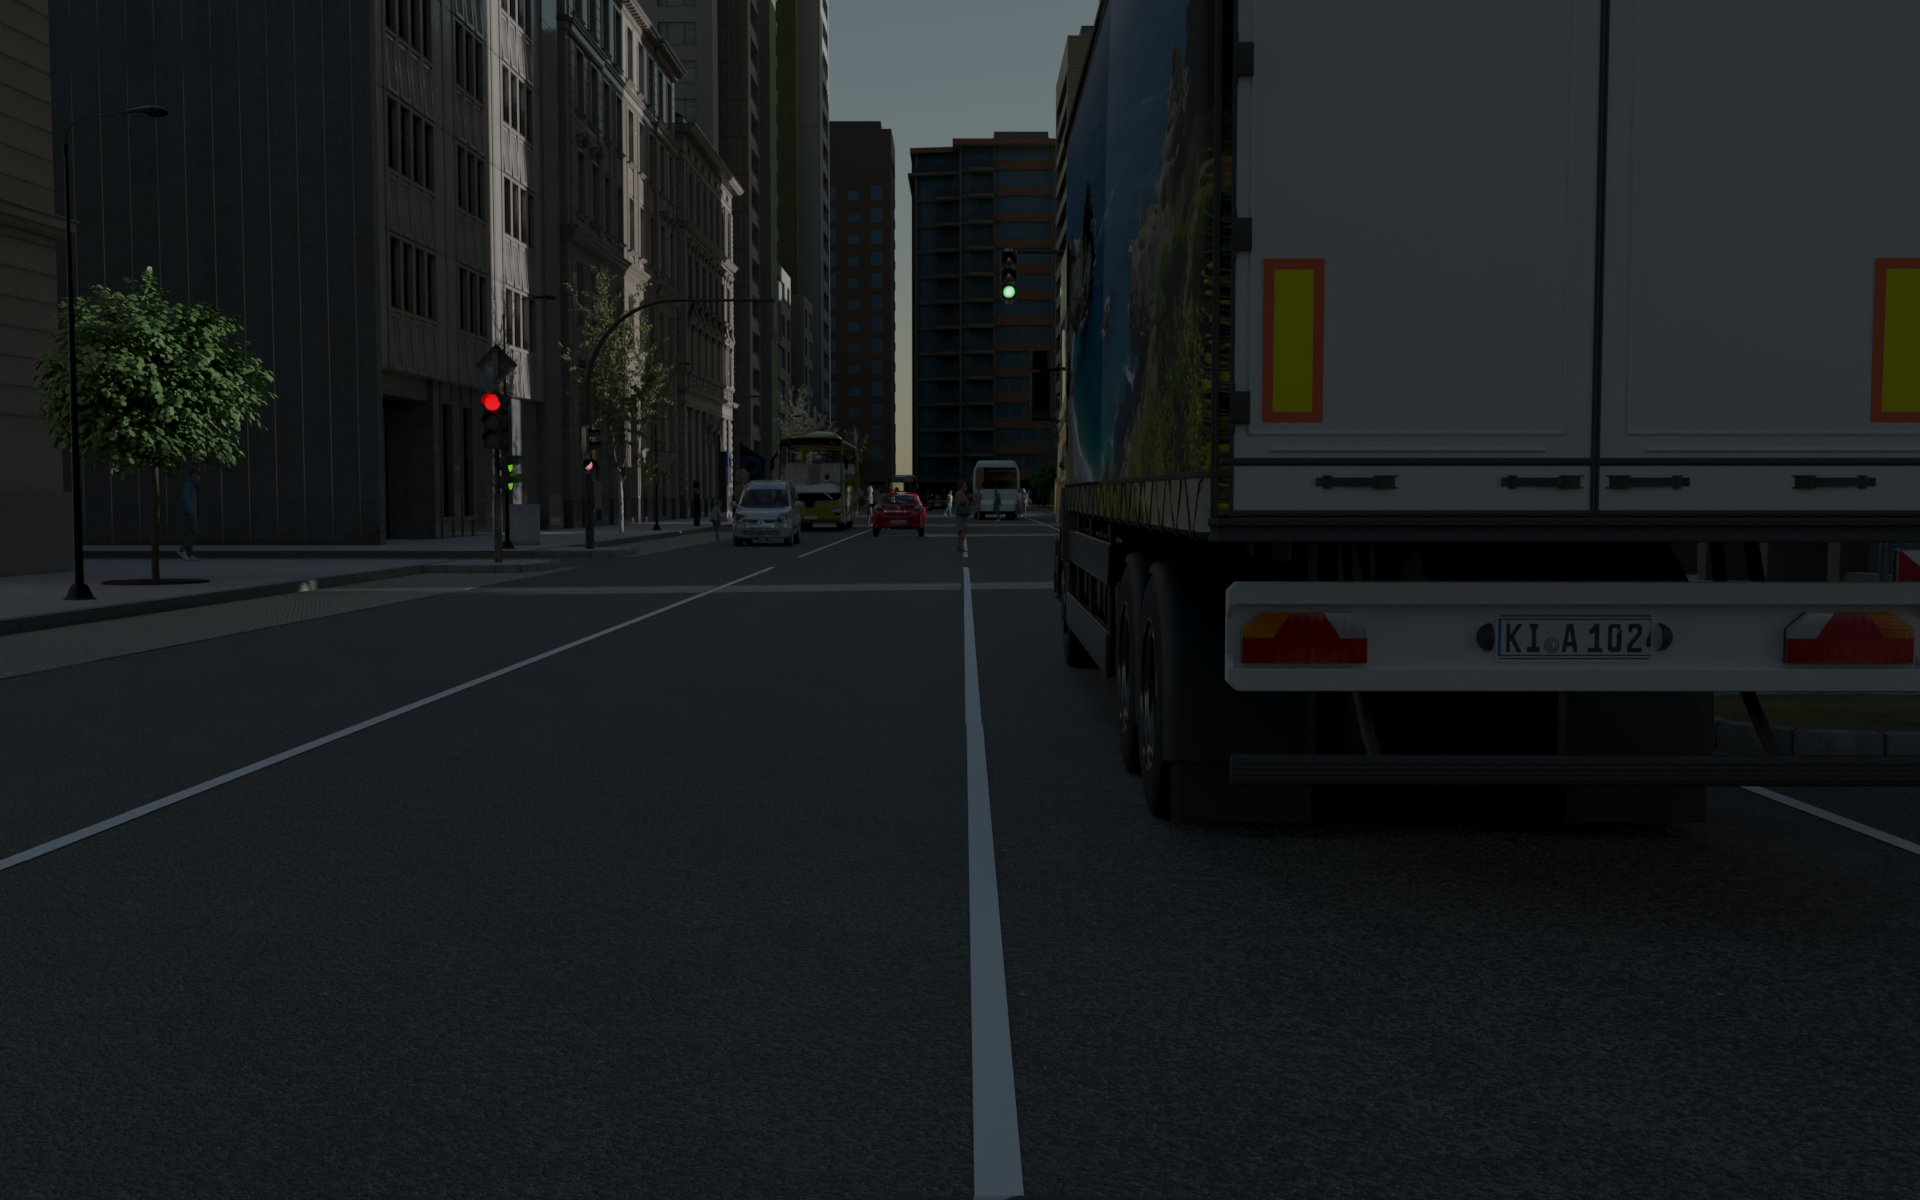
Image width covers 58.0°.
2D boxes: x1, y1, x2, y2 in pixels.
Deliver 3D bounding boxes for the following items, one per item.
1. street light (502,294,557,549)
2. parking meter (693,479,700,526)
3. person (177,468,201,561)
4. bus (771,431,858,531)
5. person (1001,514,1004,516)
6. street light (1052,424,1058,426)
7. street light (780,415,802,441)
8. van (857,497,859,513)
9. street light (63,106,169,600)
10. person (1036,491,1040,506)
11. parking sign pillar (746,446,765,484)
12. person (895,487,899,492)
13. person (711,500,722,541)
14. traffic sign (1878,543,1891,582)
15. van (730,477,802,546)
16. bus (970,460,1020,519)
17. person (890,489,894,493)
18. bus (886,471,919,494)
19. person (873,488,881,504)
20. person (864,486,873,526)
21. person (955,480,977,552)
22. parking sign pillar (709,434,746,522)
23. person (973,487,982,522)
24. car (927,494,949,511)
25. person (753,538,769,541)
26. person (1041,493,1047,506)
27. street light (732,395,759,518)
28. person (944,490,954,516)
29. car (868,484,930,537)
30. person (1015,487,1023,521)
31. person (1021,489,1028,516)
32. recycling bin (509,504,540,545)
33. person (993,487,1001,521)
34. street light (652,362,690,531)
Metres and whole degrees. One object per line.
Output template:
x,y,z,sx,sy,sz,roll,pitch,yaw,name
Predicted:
-10.065,-4.151,40.406,1.470,5.913,1.316,0,3,0,street light
-10.509,-3.878,69.118,0.255,1.863,0.399,-1,4,-9,parking meter
-14.694,-1.629,33.020,0.444,1.785,0.601,0,4,-7,person
-5.710,-4.851,70.856,2.896,3.916,12.252,0,4,-1,bus
3.044,-6.480,114.715,0.793,1.790,0.793,-2,4,-28,person
6.842,-8.745,115.525,1.470,5.913,1.316,0,3,0,street light
-10.020,-7.918,101.994,1.470,5.913,1.316,0,3,0,street light
-8.400,-7.337,126.973,2.013,2.044,4.112,0,4,0,van
-10.169,-2.957,20.888,1.470,5.913,1.316,0,3,0,street light
8.199,-10.784,183.046,0.721,1.739,1.217,0,4,-5,person
-10.720,-6.172,89.379,1.447,3.967,1.447,0,4,-2,parking sign pillar
-3.167,-4.710,85.845,0.374,1.781,0.599,0,4,-4,person
-7.391,-2.412,52.616,0.352,1.250,0.332,-1,4,-12,person
7.643,-0.867,14.284,0.768,2.556,0.104,0,4,8,traffic sign
-5.447,-2.573,49.074,2.013,2.044,4.112,0,4,-1,van
2.052,-6.510,101.290,2.948,3.499,13.247,0,4,1,bus
-4.387,-6.431,113.915,0.850,1.792,0.678,0,4,-4,person
-5.275,-10.138,160.622,2.948,3.499,13.247,0,4,-1,bus
-5.165,-6.132,109.099,0.601,1.785,0.444,1,4,14,person
-4.181,-4.284,78.726,0.526,1.800,0.537,1,4,9,person
0.122,-2.067,42.659,0.532,1.782,0.716,1,4,12,person
-10.721,-5.533,78.944,1.447,3.967,1.447,0,4,2,parking sign pillar
0.907,-4.939,89.599,0.599,1.781,0.374,-1,4,-23,person
-1.805,-8.333,146.031,2.009,1.686,4.222,0,4,2,car
-6.126,-2.735,53.612,0.661,1.777,0.834,-2,4,-28,person
8.515,-10.336,175.747,0.721,1.735,1.217,-1,4,-20,person
-10.099,-6.654,81.327,1.470,5.913,1.316,0,3,0,street light
-0.730,-6.483,115.339,0.643,1.720,0.563,2,4,27,person
-2.100,-3.107,59.847,2.155,1.783,4.494,0,4,-1,car
3.097,-5.099,92.087,0.478,1.798,0.641,-1,4,-15,person
4.188,-6.409,113.464,0.537,1.800,0.526,1,4,14,person
-11.012,-1.906,43.717,0.722,1.027,0.722,-1,4,-21,recycling bin
1.995,-5.074,91.799,0.444,1.785,0.601,-1,4,-12,person
-10.146,-5.402,60.867,1.470,5.913,1.316,0,3,0,street light
